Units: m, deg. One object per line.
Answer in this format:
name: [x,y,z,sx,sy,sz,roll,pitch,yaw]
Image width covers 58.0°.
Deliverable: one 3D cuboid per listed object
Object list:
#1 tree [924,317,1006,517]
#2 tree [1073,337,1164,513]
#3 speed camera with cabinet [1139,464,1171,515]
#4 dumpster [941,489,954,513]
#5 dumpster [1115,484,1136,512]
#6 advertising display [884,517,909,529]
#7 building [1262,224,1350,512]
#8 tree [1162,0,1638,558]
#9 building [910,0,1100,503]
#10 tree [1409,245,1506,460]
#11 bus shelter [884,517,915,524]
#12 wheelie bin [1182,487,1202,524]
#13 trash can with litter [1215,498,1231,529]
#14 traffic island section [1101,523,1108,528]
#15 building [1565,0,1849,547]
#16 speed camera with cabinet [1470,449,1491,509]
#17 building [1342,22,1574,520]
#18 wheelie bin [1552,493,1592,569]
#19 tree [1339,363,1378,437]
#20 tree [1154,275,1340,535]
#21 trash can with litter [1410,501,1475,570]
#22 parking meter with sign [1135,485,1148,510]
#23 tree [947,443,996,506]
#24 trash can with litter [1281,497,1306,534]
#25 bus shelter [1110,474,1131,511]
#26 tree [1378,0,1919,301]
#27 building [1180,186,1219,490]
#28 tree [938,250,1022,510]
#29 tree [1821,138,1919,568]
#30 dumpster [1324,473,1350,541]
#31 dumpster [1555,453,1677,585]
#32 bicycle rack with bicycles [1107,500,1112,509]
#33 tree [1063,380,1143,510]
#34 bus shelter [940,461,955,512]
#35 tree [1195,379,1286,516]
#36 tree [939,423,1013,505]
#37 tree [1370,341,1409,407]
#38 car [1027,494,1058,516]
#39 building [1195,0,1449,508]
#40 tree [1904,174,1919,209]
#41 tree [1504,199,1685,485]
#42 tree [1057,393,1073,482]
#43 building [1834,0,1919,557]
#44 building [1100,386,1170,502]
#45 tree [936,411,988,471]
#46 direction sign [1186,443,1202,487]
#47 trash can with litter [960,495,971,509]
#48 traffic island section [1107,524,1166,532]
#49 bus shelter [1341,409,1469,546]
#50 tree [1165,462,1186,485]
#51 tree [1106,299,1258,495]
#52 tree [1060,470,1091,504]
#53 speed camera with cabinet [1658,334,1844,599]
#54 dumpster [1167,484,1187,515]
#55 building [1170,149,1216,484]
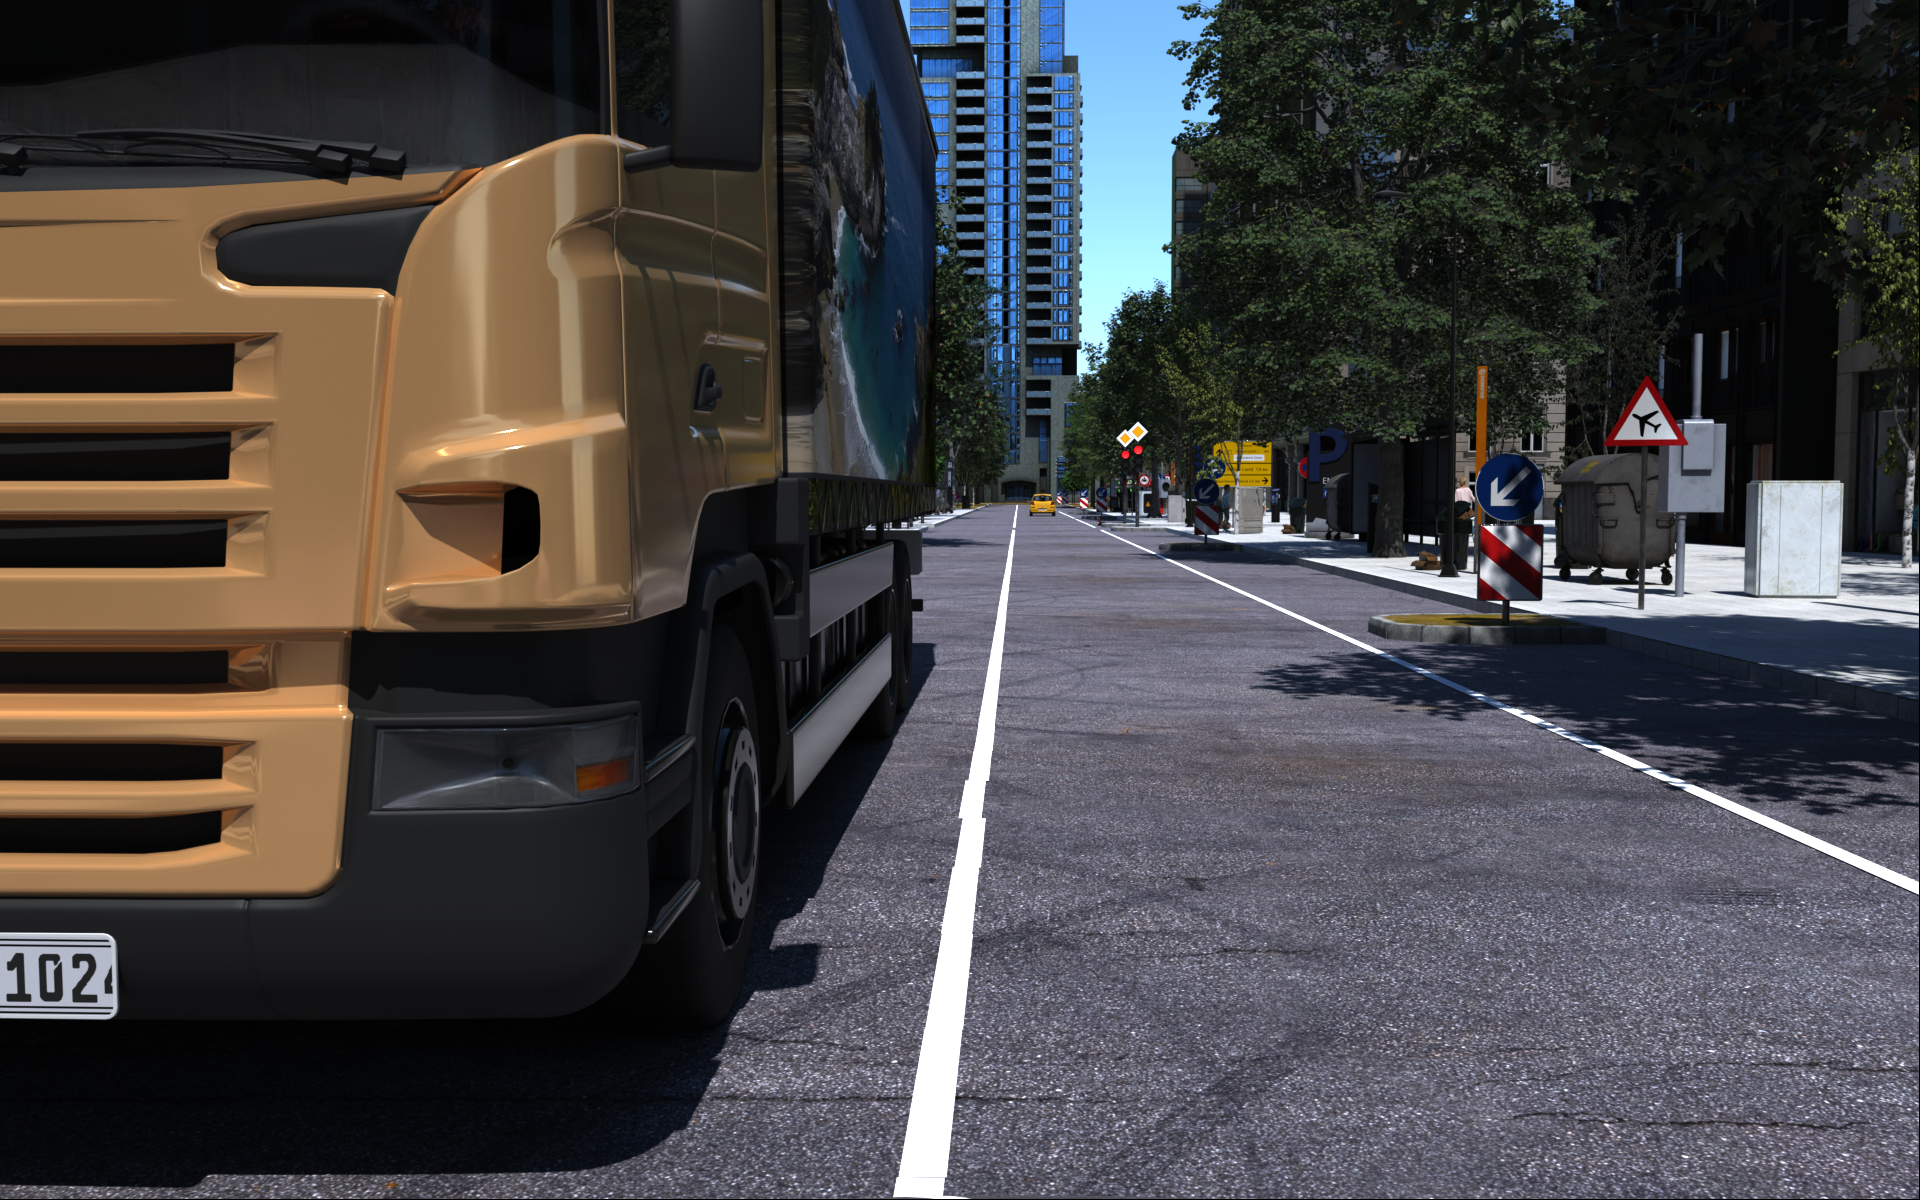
tree: [-2.449,-11.461,97.763,12.009,13.543,11.850,0,3,0]
tree: [11.716,-12.228,118.049,7.486,12.596,7.792,0,3,0]
speed camera with cabinet: [11.760,-6.770,105.032,2.038,3.252,0.660,-2,4,-24]
dumpster: [-1.073,-6.676,114.912,1.264,1.857,1.865,0,4,2]
dumpster: [12.048,-7.515,125.366,1.502,2.255,1.985,0,4,2]
advertising display: [-2.361,-3.622,64.425,0.974,1.923,0.123,0,4,4]
building: [27.867,-17.044,129.576,10.553,20.767,40.483,0,4,2]
tree: [8.638,-7.836,34.769,9.857,13.997,8.962,0,3,0]
building: [4.723,-57.560,253.773,31.000,86.520,22.319,0,4,2]
tree: [15.475,-6.095,50.021,4.360,8.622,3.978,0,3,0]
bus shelter: [-3.126,-6.227,79.445,2.179,5.291,8.768,0,4,2]
wheelie bin: [10.066,-4.094,74.841,0.980,1.594,0.693,1,4,19]
trash can with litter: [9.653,-3.212,63.900,0.624,1.170,1.055,-2,4,-26]
traffic island section: [7.177,-3.238,75.226,2.009,0.180,2.903,0,4,2]
building: [25.267,-13.285,46.889,12.332,23.373,15.834,0,4,2]
speed camera with cabinet: [22.496,-4.999,76.064,2.038,3.252,0.660,2,4,27]
building: [33.452,-17.900,89.927,25.104,27.353,12.463,0,4,2]
wheelie bin: [10.630,-1.344,29.875,0.693,1.594,0.980,2,4,29]
tree: [17.952,-8.115,83.044,4.737,8.622,4.395,0,3,0]
tree: [8.583,-6.387,54.788,4.737,8.622,4.395,0,3,0]
trash can with litter: [8.200,-1.095,29.290,1.055,1.170,0.624,-2,4,-25]
parking meter with sign: [13.530,-8.034,127.618,1.738,3.016,0.543,1,4,10]
tree: [1.535,-14.054,180.152,4.360,8.622,3.978,0,3,0]
trash can with litter: [10.816,-2.718,55.829,0.624,1.170,1.055,3,4,38]
bus shelter: [12.267,-8.386,131.028,2.014,3.302,5.546,0,4,2]
tree: [7.374,-5.582,8.274,9.611,12.733,9.660,0,3,0]
building: [40.705,-30.339,187.927,32.217,40.220,23.993,0,4,2]
tree: [-1.497,-17.014,134.067,12.611,20.169,13.585,0,3,0]
tree: [16.640,-4.857,29.773,4.737,8.622,4.395,0,3,0]
dumpster: [10.783,-2.563,47.662,1.264,1.857,1.865,0,4,2]
dumpster: [9.499,-1.179,25.039,1.264,1.857,1.865,0,4,2]
bicycle rack with bicycles: [13.066,-8.070,145.334,2.925,0.926,2.852,3,5,43]
tree: [12.023,-13.245,142.304,9.928,11.665,9.643,0,3,0]
bus shelter: [-1.357,-8.111,123.894,1.731,3.624,6.357,0,4,2]
tree: [17.708,-9.697,108.913,4.360,8.622,3.978,0,3,0]
tree: [2.207,-18.726,212.831,9.857,13.997,8.962,0,3,0]
tree: [16.048,-6.574,57.851,4.360,8.622,3.978,0,3,0]
car: [5.402,-6.315,113.473,2.015,1.641,3.980,0,4,2]
building: [33.974,-44.446,164.935,20.563,71.187,20.611,0,4,2]
tree: [14.669,-5.198,19.396,7.601,10.594,8.767,0,4,1]
tree: [16.405,-5.718,43.855,4.360,8.622,3.978,0,3,0]
tree: [13.373,-15.454,170.800,7.486,12.596,7.792,0,3,0]
building: [28.684,-13.240,20.983,19.350,26.468,34.151,0,4,2]
building: [35.454,-25.259,258.022,28.899,21.520,27.650,0,4,2]
tree: [-1.017,-13.069,148.084,7.601,10.594,8.767,1,4,17]
direction sign: [10.342,-5.188,76.828,0.379,3.537,0.876,-3,4,-36]
trash can with litter: [0.481,-8.480,150.041,0.624,1.170,1.055,2,4,32]
traffic island section: [6.906,-2.750,67.245,2.009,0.180,2.903,0,4,2]
bus shelter: [11.144,-3.051,43.814,2.014,3.302,5.546,0,4,2]
tree: [19.870,-11.955,145.823,4.360,8.622,3.978,0,3,0]
tree: [10.558,-9.022,81.921,7.601,10.594,8.767,0,4,-4]
tree: [14.581,-14.788,225.492,4.285,4.588,4.351,0,3,0]
speed camera with cabinet: [9.818,-1.664,21.536,2.038,3.252,0.660,1,4,9]
dumpster: [12.813,-5.853,101.460,1.264,1.857,1.865,0,4,2]
building: [32.112,-32.025,207.202,14.154,41.232,14.086,0,4,2]
